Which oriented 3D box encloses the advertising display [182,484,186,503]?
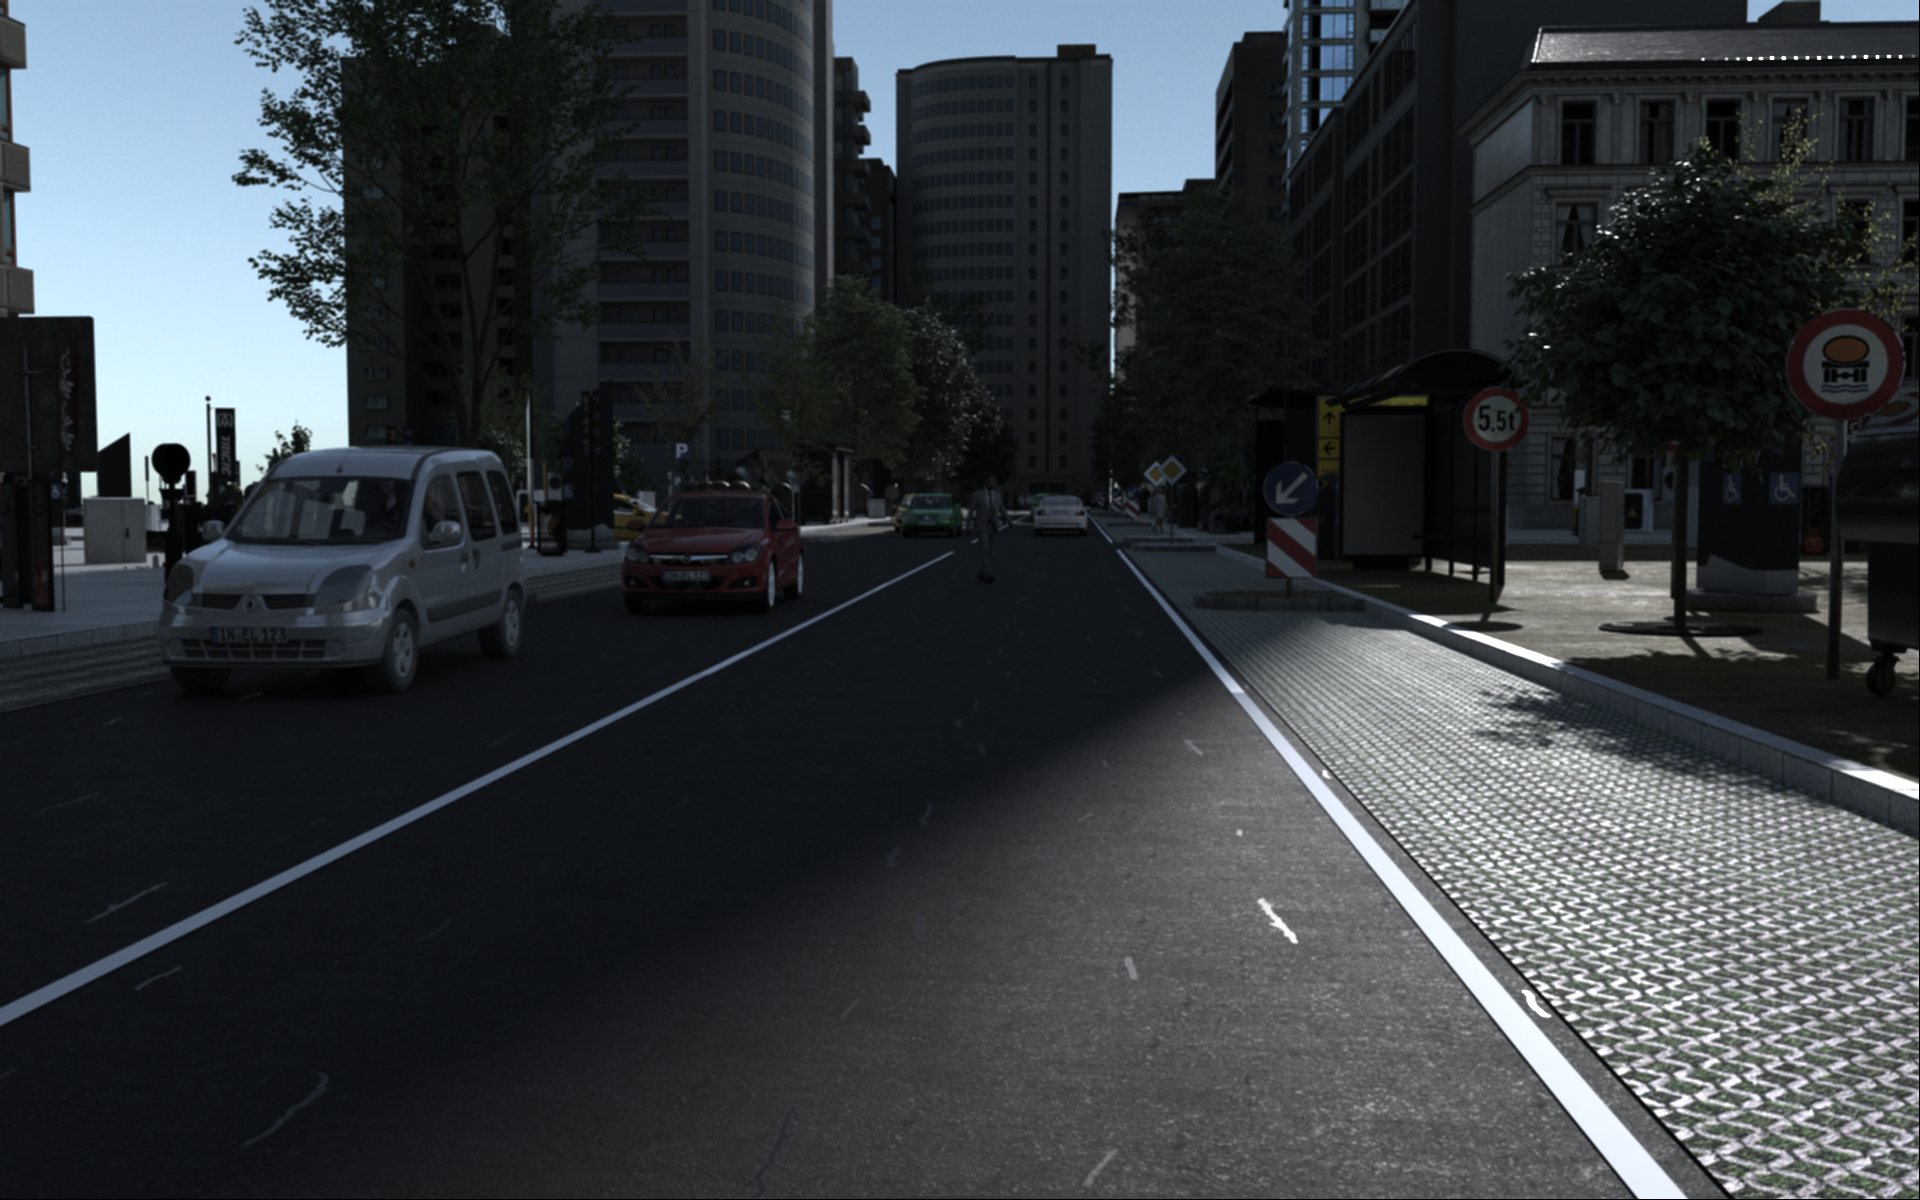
[{"bbox_3d":[-51.693,-6.762,115.777,0.123,1.923,0.974,0,4,-2],"label":"advertising display"}]

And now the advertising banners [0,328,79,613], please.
[{"bbox_3d":[-10.081,-1.391,18.932,2.074,3.025,0.090,3,4,39],"label":"advertising banners"}]

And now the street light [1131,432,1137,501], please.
[{"bbox_3d":[12.702,-9.397,126.428,0.468,5.910,1.993,0,4,4],"label":"street light"}]

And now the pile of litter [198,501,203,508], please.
[{"bbox_3d":[-46.792,-5.634,106.082,1.719,0.858,1.176,2,4,28],"label":"pile of litter"}]

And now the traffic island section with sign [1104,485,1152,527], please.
[{"bbox_3d":[7.502,-4.167,76.759,1.989,1.847,2.006,0,4,4],"label":"traffic island section with sign"}]

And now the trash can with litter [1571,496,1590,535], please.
[{"bbox_3d":[19.998,-2.646,54.318,2.233,1.210,1.678,-3,5,-40],"label":"trash can with litter"}]

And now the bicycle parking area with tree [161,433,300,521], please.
[{"bbox_3d":[-33.069,-5.850,82.653,9.016,4.147,8.231,-3,5,-42],"label":"bicycle parking area with tree"}]

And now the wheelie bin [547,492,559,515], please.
[{"bbox_3d":[-24.665,-5.931,104.880,0.980,1.594,0.693,2,4,28],"label":"wheelie bin"}]

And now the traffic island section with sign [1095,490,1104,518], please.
[{"bbox_3d":[9.234,-5.812,103.659,1.989,1.847,2.006,0,4,4],"label":"traffic island section with sign"}]

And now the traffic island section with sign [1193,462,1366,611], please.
[{"bbox_3d":[3.998,-0.818,22.004,1.989,1.847,2.006,0,4,4],"label":"traffic island section with sign"}]

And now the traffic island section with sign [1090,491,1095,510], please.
[{"bbox_3d":[12.435,-8.865,153.574,1.989,1.847,2.006,0,4,4],"label":"traffic island section with sign"}]

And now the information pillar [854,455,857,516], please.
[{"bbox_3d":[-6.243,-6.682,100.609,0.504,3.616,0.183,0,4,-3],"label":"information pillar"}]

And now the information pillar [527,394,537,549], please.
[{"bbox_3d":[-10.103,-3.022,40.761,0.183,3.616,0.504,-1,4,-22],"label":"information pillar"}]

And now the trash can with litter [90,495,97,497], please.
[{"bbox_3d":[-58.977,-6.596,118.908,1.678,1.210,2.233,3,5,43],"label":"trash can with litter"}]

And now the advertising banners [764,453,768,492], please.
[{"bbox_3d":[-8.085,-4.659,72.361,0.090,3.025,2.074,-1,4,-8],"label":"advertising banners"}]

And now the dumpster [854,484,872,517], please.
[{"bbox_3d":[-5.589,-5.490,95.527,1.264,1.857,1.865,0,4,4],"label":"dumpster"}]

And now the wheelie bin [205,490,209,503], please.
[{"bbox_3d":[-42.953,-5.618,99.765,0.980,1.594,0.693,0,4,-2],"label":"wheelie bin"}]

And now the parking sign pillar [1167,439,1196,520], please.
[{"bbox_3d":[10.889,-5.899,84.923,1.447,3.967,1.447,2,4,33],"label":"parking sign pillar"}]

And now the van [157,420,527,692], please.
[{"bbox_3d":[-4.790,-0.419,13.865,2.013,2.044,4.112,0,4,2],"label":"van"}]

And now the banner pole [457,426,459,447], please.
[{"bbox_3d":[-13.145,-3.410,45.775,0.401,3.779,0.863,-2,4,-35],"label":"banner pole"}]

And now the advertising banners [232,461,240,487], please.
[{"bbox_3d":[-37.220,-5.792,90.892,2.074,3.025,0.090,-1,4,-11],"label":"advertising banners"}]

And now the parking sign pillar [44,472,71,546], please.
[{"bbox_3d":[-23.012,-3.345,43.156,1.447,3.967,1.447,1,4,23],"label":"parking sign pillar"}]

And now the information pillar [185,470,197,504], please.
[{"bbox_3d":[-23.980,-3.030,54.027,0.304,2.012,0.304,-1,4,-19],"label":"information pillar"}]

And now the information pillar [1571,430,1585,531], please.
[{"bbox_3d":[21.298,-4.173,59.580,0.504,3.616,0.183,-2,4,-34],"label":"information pillar"}]

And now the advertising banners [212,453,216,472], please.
[{"bbox_3d":[-32.062,-4.824,75.056,0.090,3.025,2.074,0,4,-7],"label":"advertising banners"}]

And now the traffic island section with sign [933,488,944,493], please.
[{"bbox_3d":[-1.264,-5.852,104.302,1.989,1.847,2.006,0,4,4],"label":"traffic island section with sign"}]

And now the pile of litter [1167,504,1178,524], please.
[{"bbox_3d":[9.488,-3.682,74.161,1.176,0.858,1.719,0,4,1],"label":"pile of litter"}]

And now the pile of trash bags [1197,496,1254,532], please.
[{"bbox_3d":[9.865,-3.011,58.981,3.447,1.369,1.912,0,4,-2],"label":"pile of trash bags"}]

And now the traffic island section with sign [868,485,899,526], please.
[{"bbox_3d":[-3.010,-4.197,77.257,1.989,1.847,2.006,0,4,4],"label":"traffic island section with sign"}]

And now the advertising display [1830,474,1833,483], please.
[{"bbox_3d":[28.972,-3.170,57.045,0.974,1.923,0.123,-2,4,-30],"label":"advertising display"}]

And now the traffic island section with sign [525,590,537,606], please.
[{"bbox_3d":[-6.543,-0.829,22.177,1.989,1.847,2.006,0,4,4],"label":"traffic island section with sign"}]

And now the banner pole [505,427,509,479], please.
[{"bbox_3d":[-16.957,-4.580,64.901,0.401,3.779,0.863,-1,4,-12],"label":"banner pole"}]

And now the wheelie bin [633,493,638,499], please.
[{"bbox_3d":[-19.228,-5.703,101.155,0.693,1.594,0.980,2,4,33],"label":"wheelie bin"}]

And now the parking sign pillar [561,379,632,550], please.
[{"bbox_3d":[-8.651,-3.166,40.233,1.447,3.967,1.447,2,4,32],"label":"parking sign pillar"}]

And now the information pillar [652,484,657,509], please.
[{"bbox_3d":[-21.623,-7.220,122.536,0.304,2.012,0.304,1,4,9],"label":"information pillar"}]

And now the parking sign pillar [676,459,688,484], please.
[{"bbox_3d":[-15.326,-6.544,95.465,1.447,3.967,1.447,-1,4,-18],"label":"parking sign pillar"}]

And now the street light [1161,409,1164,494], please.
[{"bbox_3d":[10.228,-7.030,87.724,0.468,5.910,1.993,0,4,4],"label":"street light"}]

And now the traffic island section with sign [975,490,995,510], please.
[{"bbox_3d":[1.939,-8.907,154.254,1.989,1.847,2.006,0,4,4],"label":"traffic island section with sign"}]

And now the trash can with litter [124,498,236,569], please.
[{"bbox_3d":[-13.192,-1.158,29.993,2.233,1.210,1.678,1,4,23],"label":"trash can with litter"}]

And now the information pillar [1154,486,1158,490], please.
[{"bbox_3d":[13.889,-7.202,122.251,0.304,2.012,0.304,-3,4,-36],"label":"information pillar"}]

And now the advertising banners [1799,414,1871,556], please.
[{"bbox_3d":[17.800,-2.442,36.110,2.074,3.025,0.090,2,4,30],"label":"advertising banners"}]

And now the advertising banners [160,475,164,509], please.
[{"bbox_3d":[-54.823,-7.522,119.168,0.090,3.025,2.074,-1,4,-11],"label":"advertising banners"}]

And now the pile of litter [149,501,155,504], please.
[{"bbox_3d":[-52.284,-5.969,111.564,1.719,0.858,1.176,-3,5,-42],"label":"pile of litter"}]

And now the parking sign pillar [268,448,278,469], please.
[{"bbox_3d":[-39.800,-6.866,100.727,1.447,3.967,1.447,-2,4,-35],"label":"parking sign pillar"}]

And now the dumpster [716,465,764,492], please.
[{"bbox_3d":[-7.537,-3.436,58.669,1.502,2.255,1.985,0,4,4],"label":"dumpster"}]

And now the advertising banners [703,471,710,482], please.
[{"bbox_3d":[-18.074,-8.128,129.075,2.074,3.025,0.090,0,4,-6],"label":"advertising banners"}]

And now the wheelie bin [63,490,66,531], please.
[{"bbox_3d":[-31.620,-3.218,60.520,0.693,1.594,0.980,-3,4,-37],"label":"wheelie bin"}]

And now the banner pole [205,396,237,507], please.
[{"bbox_3d":[-18.954,-3.323,44.345,0.863,3.779,0.401,-1,4,-16],"label":"banner pole"}]
